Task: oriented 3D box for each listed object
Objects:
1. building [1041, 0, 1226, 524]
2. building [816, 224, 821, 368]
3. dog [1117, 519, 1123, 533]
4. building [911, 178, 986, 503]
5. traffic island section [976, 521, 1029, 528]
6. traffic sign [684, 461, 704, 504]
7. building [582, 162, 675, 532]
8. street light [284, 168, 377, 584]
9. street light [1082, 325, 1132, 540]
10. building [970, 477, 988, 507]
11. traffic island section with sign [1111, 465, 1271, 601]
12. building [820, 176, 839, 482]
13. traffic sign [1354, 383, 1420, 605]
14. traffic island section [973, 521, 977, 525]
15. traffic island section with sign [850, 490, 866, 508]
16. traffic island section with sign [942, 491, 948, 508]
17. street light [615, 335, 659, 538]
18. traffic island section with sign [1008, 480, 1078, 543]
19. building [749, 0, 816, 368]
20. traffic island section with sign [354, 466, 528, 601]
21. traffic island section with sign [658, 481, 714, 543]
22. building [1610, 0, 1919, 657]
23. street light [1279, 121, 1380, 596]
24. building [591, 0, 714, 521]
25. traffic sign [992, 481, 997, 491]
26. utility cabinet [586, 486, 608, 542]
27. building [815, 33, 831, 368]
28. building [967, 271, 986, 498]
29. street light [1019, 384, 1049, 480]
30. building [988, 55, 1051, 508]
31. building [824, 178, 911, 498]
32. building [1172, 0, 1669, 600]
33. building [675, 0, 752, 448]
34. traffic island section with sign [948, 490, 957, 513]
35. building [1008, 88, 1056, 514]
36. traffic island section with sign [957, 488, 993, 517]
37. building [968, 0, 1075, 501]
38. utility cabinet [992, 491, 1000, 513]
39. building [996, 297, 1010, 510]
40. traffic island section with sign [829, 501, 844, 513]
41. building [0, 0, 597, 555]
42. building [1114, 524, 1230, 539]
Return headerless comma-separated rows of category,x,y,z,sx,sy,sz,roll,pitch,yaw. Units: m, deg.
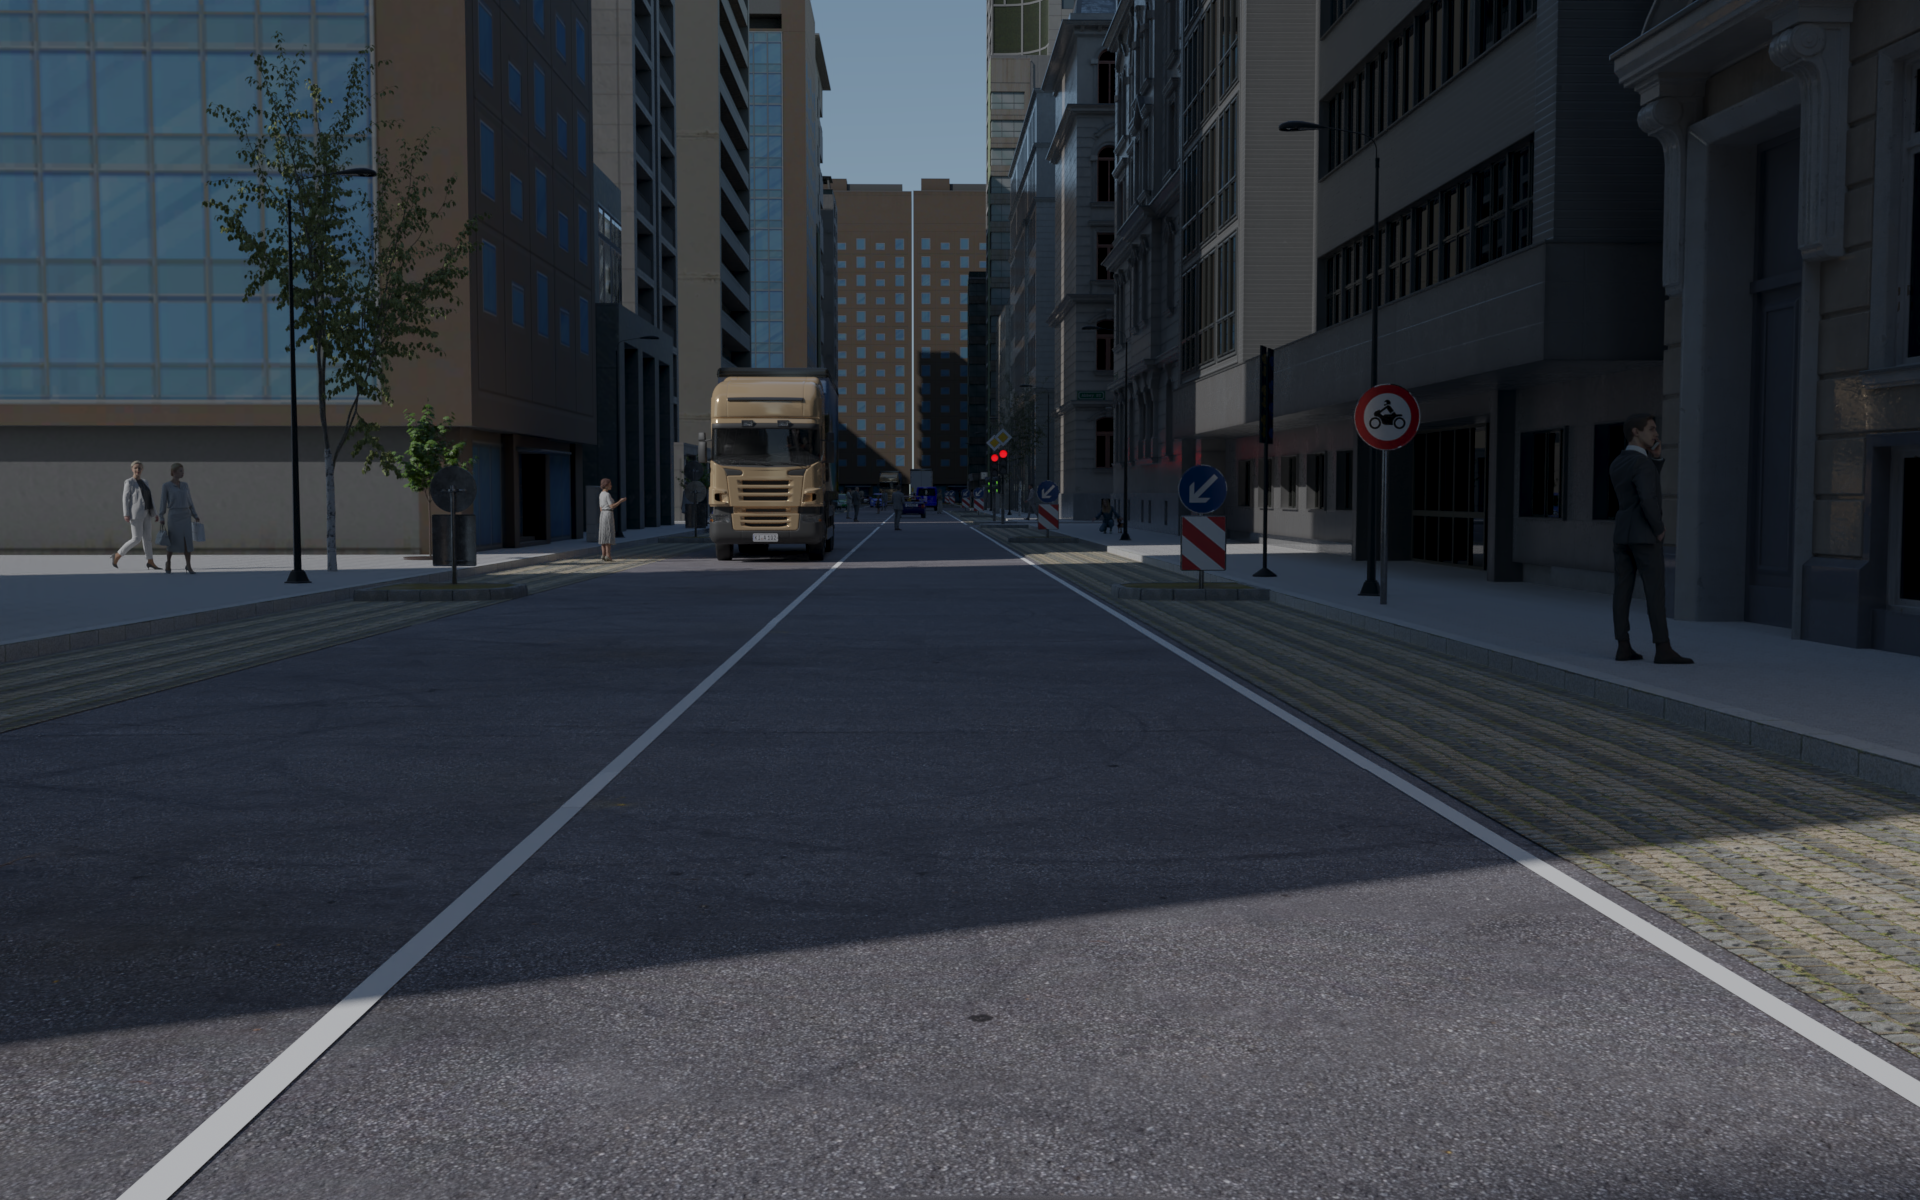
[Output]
building,16.399,-18.441,88.892,23.554,28.519,14.401,0,4,-1
building,-21.654,-24.817,177.460,14.160,30.474,14.107,0,4,-1
dog,5.278,-2.442,56.762,0.540,0.507,0.406,3,4,36
building,0.430,-36.596,248.462,14.200,45.320,14.600,0,4,-1
traffic island section,1.849,-3.154,73.840,2.009,0.180,2.903,0,4,-1
traffic sign,-10.177,-4.041,66.178,0.768,2.556,0.104,0,4,3
building,-27.029,-45.560,57.575,31.000,86.520,22.319,0,4,-1
street light,-9.001,-3.196,24.793,1.470,5.913,1.316,0,4,-1
street light,4.049,-4.608,47.888,1.470,5.913,1.316,0,4,-1
building,17.296,-30.132,184.540,32.217,40.220,23.993,0,4,-1
traffic island section with sign,3.141,-0.945,24.073,1.989,1.847,2.006,0,4,-1
building,-22.816,-33.020,223.478,14.086,41.232,14.154,0,4,-1
traffic sign,4.927,-1.221,20.072,0.768,2.556,0.104,0,4,-1
traffic island section,1.643,-3.642,81.823,2.009,0.180,2.903,0,4,-1
traffic island section with sign,-11.197,-10.689,183.397,1.989,1.847,2.006,0,4,-1
traffic island section with sign,-0.983,-10.698,183.544,1.989,1.847,2.006,0,4,-1
street light,-9.497,-4.786,50.799,1.470,5.913,1.316,0,4,-1
traffic island section with sign,2.438,-2.604,51.196,1.989,1.847,2.006,0,4,-1
building,-19.649,-30.488,148.592,14.600,45.320,14.200,0,4,-1
traffic island section with sign,-7.084,-0.936,23.924,1.989,1.847,2.006,0,4,-1
traffic island section with sign,-7.790,-2.598,51.104,1.989,1.847,2.006,0,4,-1
building,13.790,-13.587,8.053,13.634,28.700,20.117,0,4,-1
street light,4.661,-3.009,21.731,1.470,5.913,1.316,0,4,-1
building,-23.539,-39.862,89.989,20.563,71.187,20.611,0,4,-1
traffic sign,2.379,-7.014,116.813,0.606,2.300,0.079,0,3,0
utility cabinet,-9.717,-2.311,46.464,0.318,1.500,1.173,0,4,3
building,-29.554,-37.209,197.598,28.713,52.752,27.495,0,4,-1
building,7.918,-27.728,225.054,14.160,30.474,14.107,0,4,-1
street light,3.203,-6.169,73.411,1.470,5.913,1.316,0,4,-1
building,9.605,-29.462,165.301,14.154,41.232,14.086,0,4,-1
building,-13.984,-36.603,248.574,14.200,45.320,14.600,0,4,-1
building,13.308,-13.098,33.213,14.314,24.678,30.058,0,4,-1
building,-26.168,-30.337,119.717,21.300,48.544,21.600,0,4,-1
traffic island section with sign,0.319,-7.629,133.360,1.989,1.847,2.006,0,4,-1
building,9.757,-21.147,123.246,11.434,29.767,29.804,0,4,-1
traffic island section with sign,1.015,-5.981,106.414,1.989,1.847,2.006,0,4,-1
building,11.518,-46.992,206.572,20.563,71.187,20.611,0,4,-1
utility cabinet,2.344,-6.401,113.341,0.318,1.500,1.173,-1,4,-9
building,8.612,-17.909,147.556,10.420,20.320,16.860,0,4,-1
traffic island section with sign,-9.901,-7.613,133.107,1.989,1.847,2.006,0,4,-1
building,-17.241,-23.953,41.739,14.600,45.320,14.200,0,4,-1
building,12.736,-16.679,60.091,14.401,28.519,23.554,0,4,-1
